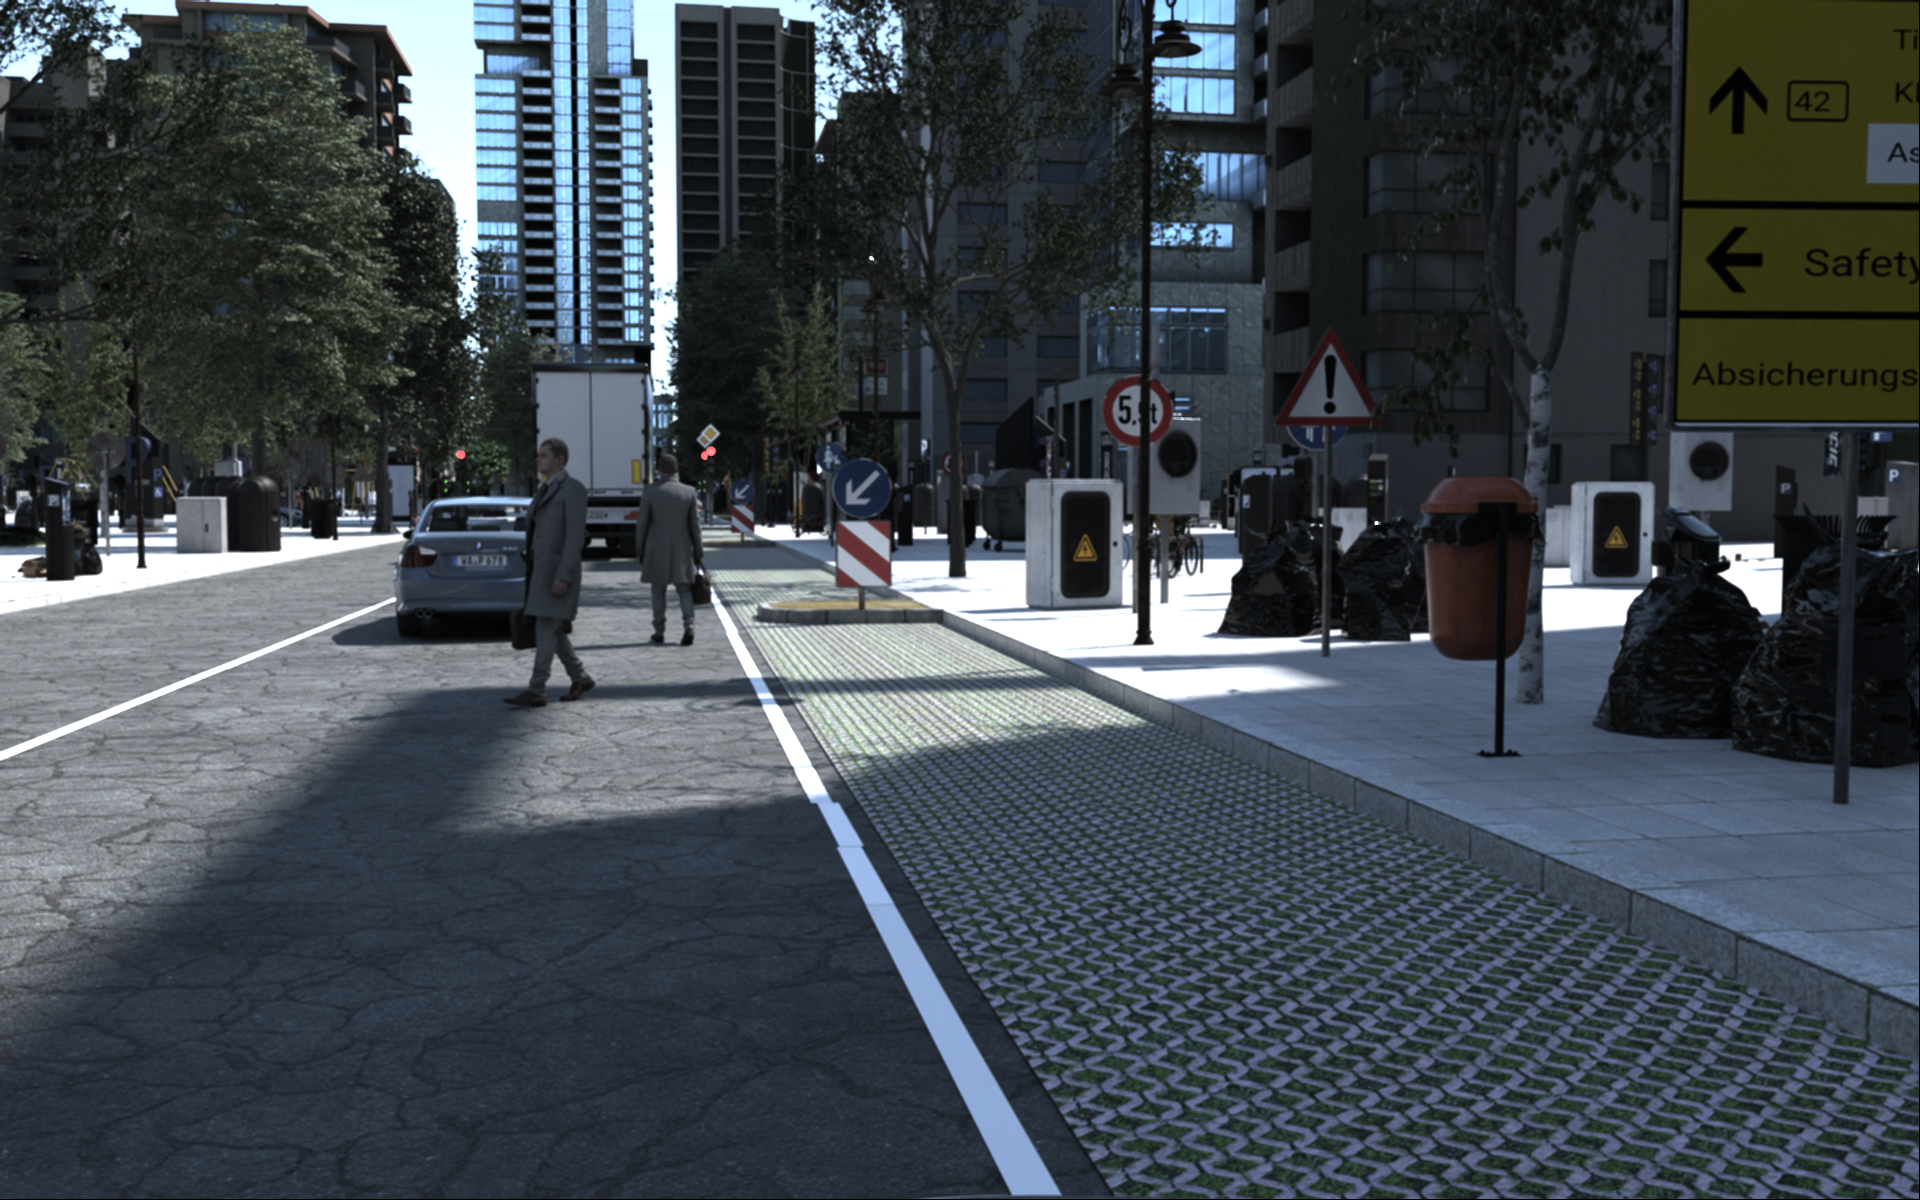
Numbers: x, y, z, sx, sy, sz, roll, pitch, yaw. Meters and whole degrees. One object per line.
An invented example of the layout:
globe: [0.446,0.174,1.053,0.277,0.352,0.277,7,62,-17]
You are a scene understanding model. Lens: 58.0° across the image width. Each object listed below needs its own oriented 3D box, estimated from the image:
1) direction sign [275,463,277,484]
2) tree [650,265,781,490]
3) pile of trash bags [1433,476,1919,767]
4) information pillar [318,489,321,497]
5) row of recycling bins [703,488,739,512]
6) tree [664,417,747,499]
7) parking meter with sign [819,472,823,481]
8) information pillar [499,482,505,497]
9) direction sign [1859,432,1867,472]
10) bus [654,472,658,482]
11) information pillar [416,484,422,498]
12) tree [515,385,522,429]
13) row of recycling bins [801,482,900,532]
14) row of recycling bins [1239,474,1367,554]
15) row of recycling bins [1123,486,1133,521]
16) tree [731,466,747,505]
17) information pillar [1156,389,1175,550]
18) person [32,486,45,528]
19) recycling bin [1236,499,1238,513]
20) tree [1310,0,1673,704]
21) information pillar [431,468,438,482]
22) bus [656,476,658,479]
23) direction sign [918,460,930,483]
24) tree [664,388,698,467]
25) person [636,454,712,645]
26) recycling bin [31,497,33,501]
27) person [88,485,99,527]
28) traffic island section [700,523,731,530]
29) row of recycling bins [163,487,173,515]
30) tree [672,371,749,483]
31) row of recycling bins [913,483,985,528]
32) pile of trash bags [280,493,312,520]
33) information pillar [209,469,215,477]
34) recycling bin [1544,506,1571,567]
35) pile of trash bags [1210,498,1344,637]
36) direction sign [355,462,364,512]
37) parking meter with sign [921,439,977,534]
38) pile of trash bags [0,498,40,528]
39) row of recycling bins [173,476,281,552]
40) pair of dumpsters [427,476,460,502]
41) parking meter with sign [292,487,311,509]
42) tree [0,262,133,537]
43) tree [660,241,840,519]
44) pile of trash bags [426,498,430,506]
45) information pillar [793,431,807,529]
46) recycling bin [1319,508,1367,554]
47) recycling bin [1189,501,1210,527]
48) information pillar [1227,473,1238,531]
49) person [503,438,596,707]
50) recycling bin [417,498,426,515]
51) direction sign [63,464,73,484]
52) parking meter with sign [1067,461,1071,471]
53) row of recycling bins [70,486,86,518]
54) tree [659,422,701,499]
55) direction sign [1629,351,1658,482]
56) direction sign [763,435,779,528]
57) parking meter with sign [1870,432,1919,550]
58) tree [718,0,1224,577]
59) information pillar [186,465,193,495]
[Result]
direction sign: [-49.582,-8.174,125.642,0.379,3.537,0.876,-2,4,-27]
tree: [-19.481,-17.477,141.633,12.611,20.169,13.585,0,3,0]
pile of trash bags: [3.994,0.051,8.927,3.447,1.369,1.912,-1,4,-10]
information pillar: [-52.694,-8.457,142.766,0.304,2.012,0.304,1,4,15]
row of recycling bins: [-19.224,-8.362,143.827,3.534,1.692,1.069,-2,4,-27]
tree: [-27.727,-16.537,187.380,9.611,12.733,9.660,0,3,0]
parking meter with sign: [-10.242,-8.615,137.124,1.738,3.016,0.543,1,4,21]
information pillar: [-27.899,-6.179,105.518,0.304,2.012,0.304,-2,4,-24]
direction sign: [32.046,-4.287,62.096,0.876,3.537,0.379,0,4,-4]
bus: [-29.079,-10.181,158.004,2.896,3.916,12.252,-1,4,-8]
information pillar: [-35.318,-6.642,113.083,0.304,2.012,0.304,-2,4,-34]
tree: [-36.679,-15.018,155.914,12.009,13.543,11.850,0,3,0]
row of recycling bins: [-3.660,-3.139,58.439,3.534,1.692,1.069,1,4,12]
row of recycling bins: [7.305,-1.788,36.343,1.069,1.692,3.534,-3,5,-42]
row of recycling bins: [7.333,-4.674,83.531,1.069,1.692,3.534,2,4,29]
tree: [-14.092,-7.006,109.148,1.663,3.219,1.824,0,3,0]
information pillar: [4.587,-2.890,38.611,0.504,3.616,0.183,-2,4,-34]
person: [-36.362,-3.678,68.411,0.659,1.850,0.755,0,4,2]
recycling bin: [12.893,-4.254,82.100,0.722,1.027,0.722,2,4,23]
tree: [3.694,-3.681,10.555,4.360,8.622,3.978,0,3,0]
information pillar: [-37.271,-8.054,123.035,0.504,3.616,0.183,-1,4,-10]
bus: [-31.442,-10.965,174.136,2.948,3.499,13.247,-1,4,-9]
direction sign: [-2.403,-7.521,114.970,0.876,3.537,0.379,0,4,5]
tree: [-24.652,-14.769,167.232,9.928,11.665,9.643,0,3,0]
person: [-2.761,-0.488,16.586,0.694,1.812,0.767,-1,4,-20]
recycling bin: [-70.117,-7.223,130.649,0.722,1.027,0.722,-1,4,-11]
person: [-34.290,-3.641,68.455,0.576,1.772,0.534,1,4,16]
traffic island section: [-11.272,-3.346,76.989,2.009,0.180,2.903,-1,4,-10]
row of recycling bins: [-49.414,-6.105,106.927,1.069,1.692,3.534,1,4,19]
tree: [-22.571,-14.665,157.895,7.486,12.596,7.792,0,3,0]
row of recycling bins: [-0.415,-3.753,68.478,1.069,1.692,3.534,3,5,44]
pile of trash bags: [-38.595,-5.381,97.732,3.447,1.369,1.912,-3,5,-45]
information pillar: [-21.551,-2.800,50.276,0.304,2.012,0.304,2,4,33]
recycling bin: [10.703,-1.105,30.616,0.722,1.027,0.722,2,4,25]
pile of trash bags: [4.059,-0.421,16.637,1.912,1.369,3.447,3,5,41]
direction sign: [-42.315,-7.978,122.436,0.379,3.537,0.876,3,4,36]
parking meter with sign: [-0.345,-3.622,55.473,1.738,3.016,0.543,-2,4,-24]
pile of trash bags: [-35.906,-3.325,64.112,3.447,1.369,1.912,-1,4,-12]
row of recycling bins: [-16.585,-1.978,39.448,3.534,1.692,1.069,3,5,44]
pair of dumpsters: [-26.499,-5.314,89.376,1.574,2.255,4.437,-1,4,-10]
parking meter with sign: [-45.176,-7.456,118.161,1.738,3.016,0.543,-1,4,-13]
tree: [-25.972,-6.202,51.769,4.737,8.622,4.395,0,3,0]
tree: [-10.228,-11.043,87.204,9.857,13.997,8.962,0,3,0]
pile of trash bags: [-37.809,-6.750,120.118,3.447,1.369,1.912,-1,4,-13]
information pillar: [-5.967,-4.474,64.507,0.504,3.616,0.183,-1,4,-16]
recycling bin: [7.068,-1.180,31.846,0.722,1.027,0.722,-2,4,-28]
recycling bin: [9.288,-3.353,67.373,0.722,1.027,0.722,0,4,-5]
information pillar: [9.564,-3.452,60.935,0.304,2.012,0.304,1,4,12]
person: [-2.802,-0.195,11.790,0.767,1.812,0.694,-3,4,-37]
recycling bin: [-32.911,-5.684,105.482,0.722,1.027,0.722,-1,4,-10]
direction sign: [-70.082,-8.832,136.400,0.379,3.537,0.876,0,4,4]
parking meter with sign: [5.432,-5.866,92.173,0.543,3.016,1.738,0,4,-8]
row of recycling bins: [-48.764,-5.336,94.358,3.534,1.692,1.069,3,5,39]
tree: [-32.780,-18.817,218.029,12.009,13.543,11.850,0,3,0]
direction sign: [10.982,-2.194,27.871,0.876,3.537,0.379,-3,5,-43]
direction sign: [-7.231,-4.543,66.276,0.379,3.537,0.876,3,4,36]
parking meter with sign: [21.866,-2.682,40.105,1.738,3.016,0.543,-2,4,-27]
tree: [0.113,-5.649,26.776,8.767,10.594,7.601,1,4,21]
information pillar: [-60.933,-8.907,136.989,0.504,3.616,0.183,-1,4,-19]
